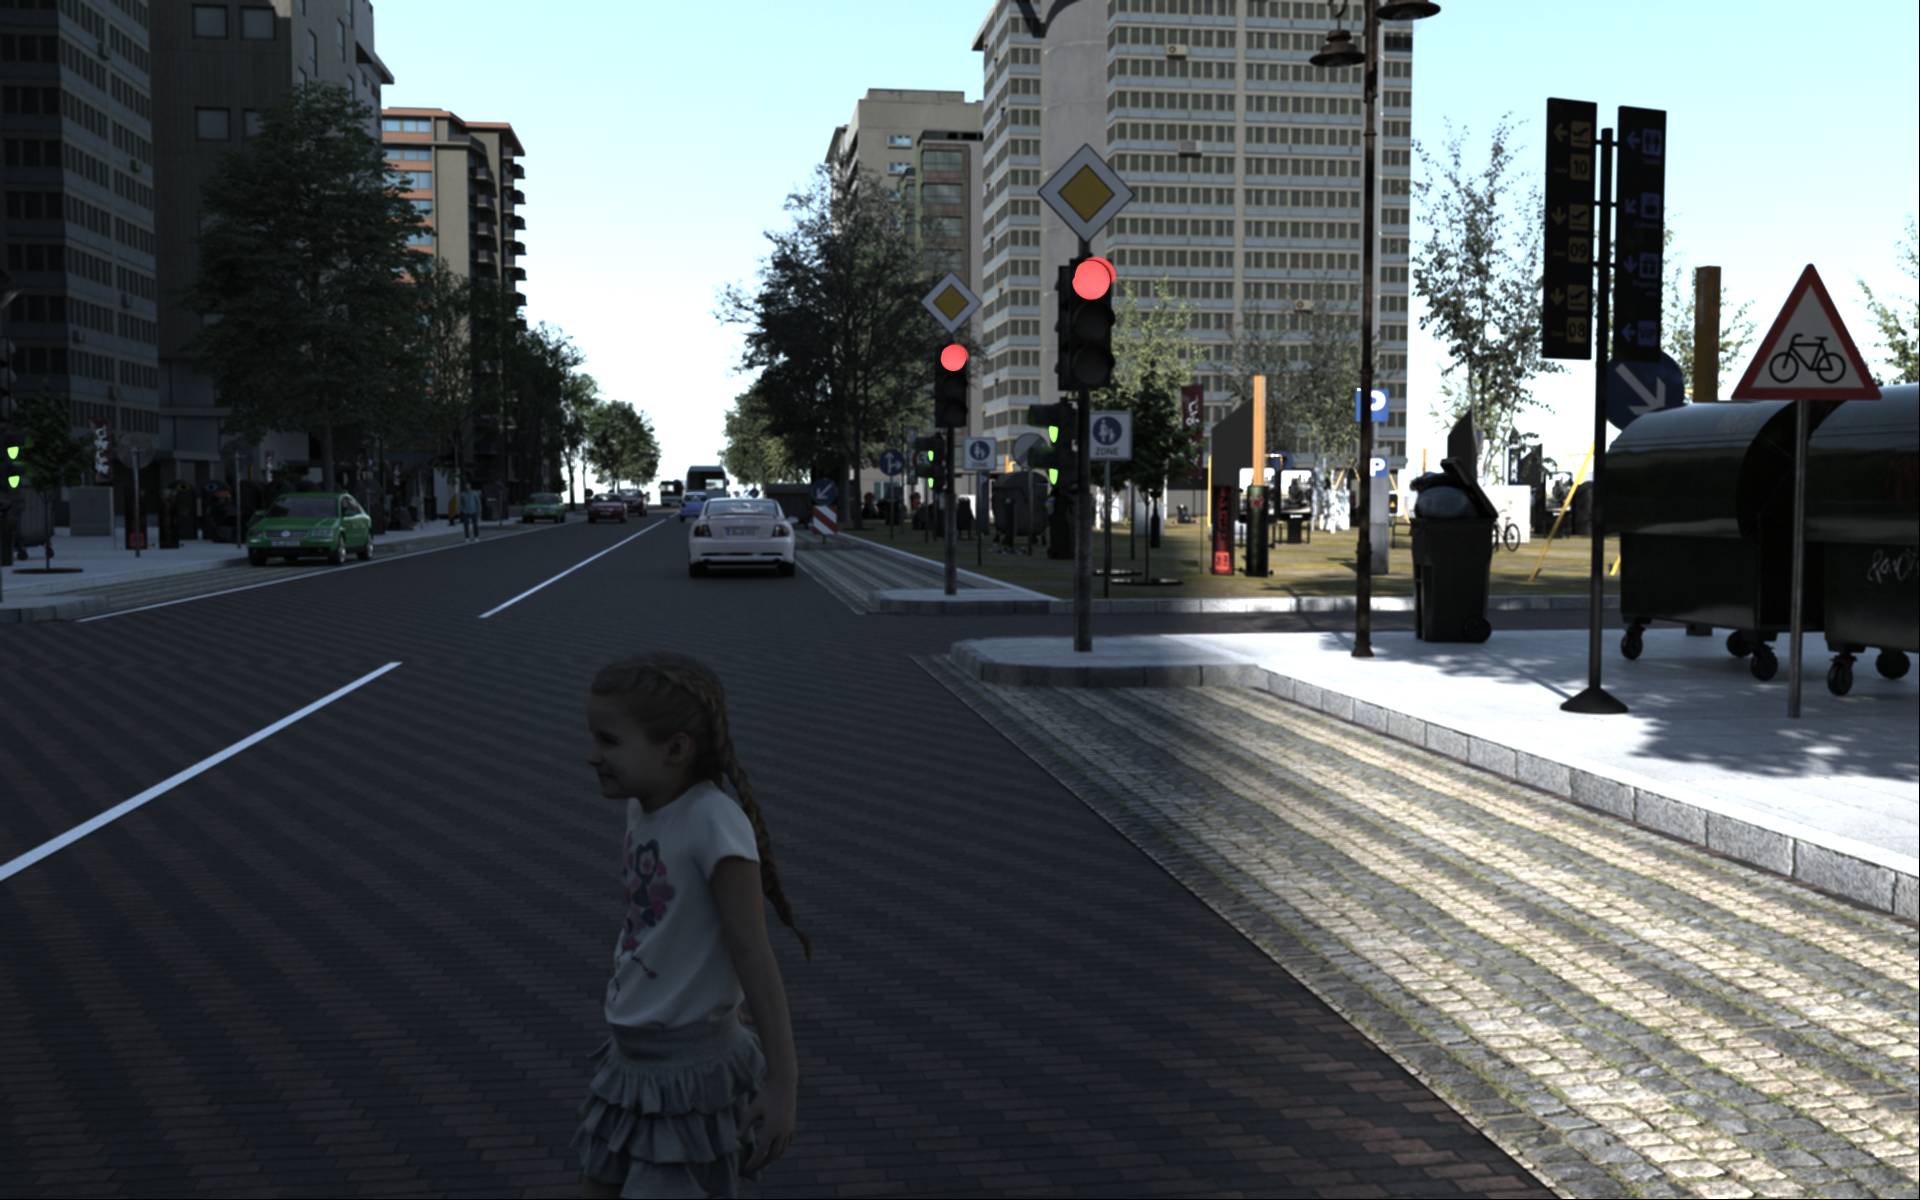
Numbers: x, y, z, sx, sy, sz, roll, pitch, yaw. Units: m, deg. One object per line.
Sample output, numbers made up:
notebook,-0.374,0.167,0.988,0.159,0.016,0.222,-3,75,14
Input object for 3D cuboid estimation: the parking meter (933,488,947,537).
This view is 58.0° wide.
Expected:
parking meter,-0.625,-2.627,51.366,0.372,1.533,0.369,0,3,0

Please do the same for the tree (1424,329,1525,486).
tree,21.838,-7.471,72.520,4.737,8.622,4.395,0,3,0

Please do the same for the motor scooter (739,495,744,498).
motor scooter,-27.422,-12.499,217.132,0.815,1.314,1.986,-1,4,-10

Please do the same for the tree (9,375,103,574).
tree,-14.795,-2.059,28.259,1.663,3.219,1.824,0,3,0

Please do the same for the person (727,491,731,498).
person,-27.305,-11.978,204.328,0.705,1.826,1.348,-2,4,-32

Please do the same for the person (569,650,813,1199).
person,-0.341,0.675,2.485,0.382,1.210,0.505,-3,4,-38

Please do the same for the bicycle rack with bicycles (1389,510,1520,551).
bicycle rack with bicycles,11.188,-1.612,39.741,2.852,0.926,2.925,0,4,-5

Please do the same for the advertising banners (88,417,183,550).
advertising banners,-18.998,-2.676,39.933,0.090,3.025,2.074,3,5,41

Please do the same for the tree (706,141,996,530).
tree,-3.762,-9.239,61.422,12.009,13.543,11.850,0,3,0

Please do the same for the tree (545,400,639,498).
tree,-33.652,-13.425,153.908,7.601,10.594,8.767,-2,4,-25

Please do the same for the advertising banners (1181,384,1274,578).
advertising banners,4.162,-1.897,27.201,0.090,3.025,2.074,-2,4,-35

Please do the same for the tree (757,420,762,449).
tree,-13.650,-11.149,132.640,4.737,8.622,4.395,0,3,0

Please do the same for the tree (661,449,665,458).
tree,-46.979,-20.446,252.425,7.486,12.596,7.792,0,3,0

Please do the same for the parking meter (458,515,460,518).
parking meter,-27.303,-5.223,93.812,0.372,1.533,0.369,0,3,0

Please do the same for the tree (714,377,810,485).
tree,-18.103,-15.107,164.013,9.611,12.733,9.660,0,3,0

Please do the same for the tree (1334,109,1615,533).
tree,10.328,-5.088,33.557,4.360,8.622,3.978,0,3,0

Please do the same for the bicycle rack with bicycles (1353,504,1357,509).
bicycle rack with bicycles,16.837,-3.591,72.088,2.925,0.926,2.852,0,4,1

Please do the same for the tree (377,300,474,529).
tree,-19.753,-6.910,63.348,4.737,8.622,4.395,0,3,0

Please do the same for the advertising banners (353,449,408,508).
advertising banners,-22.335,-4.316,66.748,2.074,3.025,0.090,0,3,0

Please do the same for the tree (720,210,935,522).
tree,-5.301,-10.565,79.396,9.857,13.997,8.962,0,3,0

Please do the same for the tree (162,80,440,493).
tree,-18.081,-7.953,48.166,7.486,12.596,7.792,0,3,0

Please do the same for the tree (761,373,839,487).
tree,-8.136,-9.064,98.555,4.737,8.622,4.395,0,3,0

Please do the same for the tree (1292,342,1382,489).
tree,17.826,-7.976,80.775,4.737,8.622,4.395,0,3,0

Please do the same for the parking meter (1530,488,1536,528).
parking meter,21.793,-3.499,65.624,0.372,1.533,0.369,0,3,0

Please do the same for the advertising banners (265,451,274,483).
advertising banners,-28.164,-4.477,69.388,0.090,3.025,2.074,1,4,19

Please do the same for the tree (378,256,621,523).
tree,-22.154,-9.214,76.406,9.928,11.665,9.643,0,3,0

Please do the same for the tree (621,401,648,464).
tree,-25.635,-10.848,103.128,9.928,11.665,9.643,0,3,0

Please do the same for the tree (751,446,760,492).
tree,-20.020,-14.080,180.566,4.360,8.622,3.978,0,3,0

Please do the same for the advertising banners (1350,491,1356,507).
advertising banners,20.325,-5.729,89.861,2.074,3.025,0.090,-1,4,-22

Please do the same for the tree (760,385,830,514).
tree,-9.879,-9.885,111.975,4.360,8.622,3.978,0,3,0

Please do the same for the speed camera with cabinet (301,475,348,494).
speed camera with cabinet,-30.366,-5.407,82.742,2.038,3.252,0.660,-3,4,-37

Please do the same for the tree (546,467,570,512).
tree,-28.771,-7.896,123.708,1.663,3.219,1.824,0,3,0

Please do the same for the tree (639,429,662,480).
tree,-44.192,-18.414,235.487,7.601,10.594,8.767,0,4,5

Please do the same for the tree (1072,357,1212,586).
tree,2.785,-1.832,24.557,1.663,3.219,1.824,0,3,0

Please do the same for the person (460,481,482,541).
person,-14.775,-2.679,52.315,0.660,1.820,0.620,0,4,-8

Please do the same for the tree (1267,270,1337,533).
tree,12.250,-6.489,56.451,4.360,8.622,3.978,0,3,0

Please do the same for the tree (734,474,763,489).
tree,-28.504,-19.900,243.492,7.486,12.596,7.792,0,3,0

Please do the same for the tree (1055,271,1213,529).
tree,6.022,-6.503,56.687,4.737,8.622,4.395,0,3,0

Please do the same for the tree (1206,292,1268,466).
tree,11.264,-6.950,63.989,4.360,8.622,3.978,0,3,0

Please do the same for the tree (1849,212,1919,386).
tree,24.829,-5.716,43.817,4.737,8.622,4.395,0,3,0

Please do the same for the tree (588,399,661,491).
tree,-40.392,-17.648,206.666,7.486,12.596,7.792,0,3,0

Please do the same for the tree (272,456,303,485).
tree,-34.209,-5.707,87.904,1.663,3.219,1.824,0,3,0

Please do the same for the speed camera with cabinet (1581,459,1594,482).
speed camera with cabinet,26.072,-4.716,71.443,0.660,3.252,2.038,2,4,28

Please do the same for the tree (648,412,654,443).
tree,-37.172,-15.944,186.435,9.928,11.665,9.643,0,3,0

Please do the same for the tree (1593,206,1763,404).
tree,17.850,-5.751,44.388,4.737,8.622,4.395,0,3,0

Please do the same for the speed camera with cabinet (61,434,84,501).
speed camera with cabinet,-29.708,-3.800,56.464,2.038,3.252,0.660,-2,4,-31
